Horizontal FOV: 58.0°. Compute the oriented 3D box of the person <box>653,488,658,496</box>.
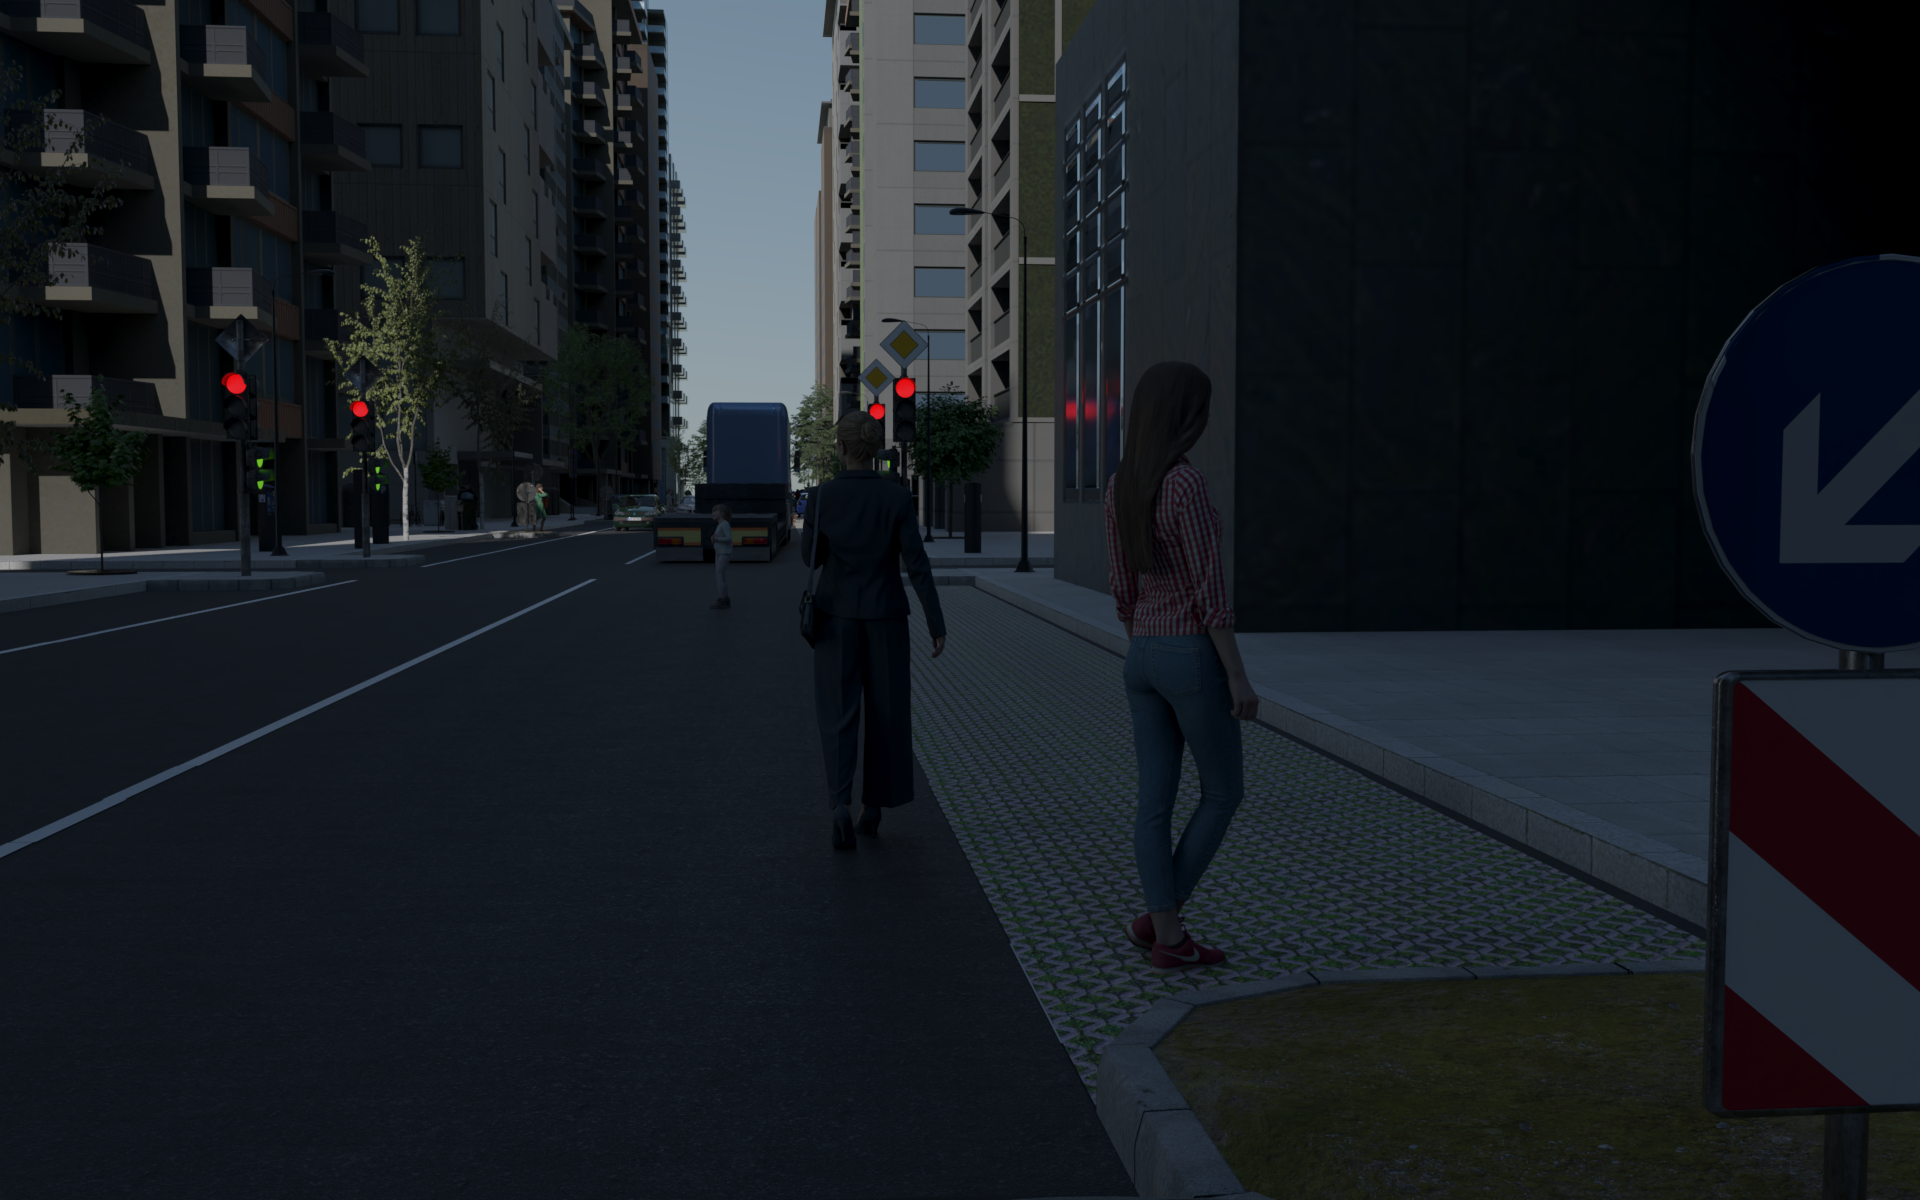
[{"bbox_3d":[-18.419,-5.764,102.960,1.509,1.804,0.699,-3,5,-40],"label":"person"}]

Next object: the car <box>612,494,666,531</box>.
[{"bbox_3d":[-12.574,-3.565,68.077,2.009,1.686,4.222,0,4,-4],"label":"car"}]

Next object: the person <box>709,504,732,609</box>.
[{"bbox_3d":[-3.008,-0.549,21.761,0.394,1.301,0.425,-3,5,-41],"label":"person"}]

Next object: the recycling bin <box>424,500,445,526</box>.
[{"bbox_3d":[-21.203,-3.512,69.972,0.722,1.027,0.722,0,4,0],"label":"recycling bin"}]

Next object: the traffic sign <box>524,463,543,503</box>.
[{"bbox_3d":[-17.511,-4.343,71.106,0.768,2.556,0.104,0,4,-5],"label":"traffic sign"}]

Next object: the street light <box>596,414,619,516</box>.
[{"bbox_3d":[-20.347,-7.788,99.883,1.470,5.913,1.316,0,4,-6],"label":"street light"}]

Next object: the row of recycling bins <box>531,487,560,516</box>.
[{"bbox_3d":[-24.880,-5.933,104.118,1.069,1.692,3.534,0,4,5],"label":"row of recycling bins"}]

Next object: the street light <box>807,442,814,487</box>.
[{"bbox_3d":[-12.664,-11.122,154.383,1.470,5.913,1.316,0,4,-6],"label":"street light"}]

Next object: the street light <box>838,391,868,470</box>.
[{"bbox_3d":[-4.714,-6.472,78.351,1.470,5.913,1.316,0,4,-6],"label":"street light"}]

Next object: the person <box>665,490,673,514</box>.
[{"bbox_3d":[-17.868,-5.935,106.548,0.522,1.701,0.512,0,4,7],"label":"person"}]

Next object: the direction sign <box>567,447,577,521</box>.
[{"bbox_3d":[-19.245,-5.758,86.141,0.379,3.537,0.876,1,4,13],"label":"direction sign"}]

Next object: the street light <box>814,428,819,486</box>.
[{"bbox_3d":[-9.421,-9.179,122.617,1.470,5.913,1.316,0,4,-6],"label":"street light"}]

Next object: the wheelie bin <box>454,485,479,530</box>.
[{"bbox_3d":[-17.487,-3.271,61.396,0.693,1.594,0.980,-3,5,-44],"label":"wheelie bin"}]

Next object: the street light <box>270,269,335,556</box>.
[{"bbox_3d":[-13.613,-3.874,35.883,1.470,5.913,1.316,0,4,-6],"label":"street light"}]

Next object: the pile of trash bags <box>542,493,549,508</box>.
[{"bbox_3d":[-25.557,-5.560,100.665,3.447,1.369,1.912,0,4,7],"label":"pile of trash bags"}]

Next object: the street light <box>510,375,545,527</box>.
[{"bbox_3d":[-16.889,-5.817,67.646,1.470,5.913,1.316,0,4,-6],"label":"street light"}]

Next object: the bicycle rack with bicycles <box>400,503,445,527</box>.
[{"bbox_3d":[-20.673,-3.335,67.906,2.852,0.926,2.925,0,4,-6],"label":"bicycle rack with bicycles"}]

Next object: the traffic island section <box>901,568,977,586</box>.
[{"bbox_3d":[-0.884,-0.365,28.251,2.009,0.180,2.903,0,4,-6],"label":"traffic island section"}]

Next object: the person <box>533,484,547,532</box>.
[{"bbox_3d":[-15.049,-3.251,61.900,0.529,1.795,0.600,-1,4,-21],"label":"person"}]

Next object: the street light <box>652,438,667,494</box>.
[{"bbox_3d":[-24.895,-10.445,143.311,1.470,5.913,1.316,0,4,-6],"label":"street light"}]

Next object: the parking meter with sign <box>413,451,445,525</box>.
[{"bbox_3d":[-21.428,-4.566,70.914,1.738,3.016,0.543,-1,4,-13],"label":"parking meter with sign"}]

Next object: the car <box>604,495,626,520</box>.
[{"bbox_3d":[-17.608,-4.806,90.579,2.014,1.417,4.499,0,4,-7],"label":"car"}]

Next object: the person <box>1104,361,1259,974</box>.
[{"bbox_3d":[0.669,0.204,5.168,0.388,1.821,0.555,-3,5,-41],"label":"person"}]

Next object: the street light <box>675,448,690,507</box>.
[{"bbox_3d":[-28.181,-12.387,175.073,1.470,5.913,1.316,0,4,-6],"label":"street light"}]

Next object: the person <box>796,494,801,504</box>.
[{"bbox_3d":[-11.349,-6.814,123.162,0.557,1.426,1.065,1,4,18],"label":"person"}]

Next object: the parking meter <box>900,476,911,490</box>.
[{"bbox_3d":[-1.844,-3.170,57.546,0.255,1.863,0.399,3,4,39],"label":"parking meter"}]

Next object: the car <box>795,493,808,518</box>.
[{"bbox_3d":[-9.197,-5.930,106.548,1.945,1.707,3.694,0,4,-5],"label":"car"}]

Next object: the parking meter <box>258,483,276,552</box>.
[{"bbox_3d":[-15.452,-1.848,38.620,0.372,1.533,0.369,0,3,0],"label":"parking meter"}]

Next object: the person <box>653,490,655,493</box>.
[{"bbox_3d":[-22.060,-7.130,125.795,0.721,1.735,1.217,0,4,3],"label":"person"}]

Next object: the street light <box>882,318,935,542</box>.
[{"bbox_3d":[-1.370,-4.485,45.876,1.470,5.913,1.316,0,4,-6],"label":"street light"}]

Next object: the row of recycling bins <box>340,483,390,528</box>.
[{"bbox_3d":[-23.294,-3.703,67.662,1.069,1.692,3.534,0,4,4],"label":"row of recycling bins"}]

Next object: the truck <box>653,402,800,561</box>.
[{"bbox_3d":[-5.789,-3.376,44.955,2.967,4.110,18.799,0,4,-4],"label":"truck"}]

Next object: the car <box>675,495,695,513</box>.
[{"bbox_3d":[-14.183,-4.929,92.945,2.083,1.381,4.827,0,4,-5],"label":"car"}]

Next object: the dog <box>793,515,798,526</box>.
[{"bbox_3d":[-7.612,-3.591,77.998,0.540,0.507,0.406,-2,4,-29],"label":"dog"}]

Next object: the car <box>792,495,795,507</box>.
[{"bbox_3d":[-16.156,-9.856,173.142,2.014,1.417,4.499,0,4,-7],"label":"car"}]

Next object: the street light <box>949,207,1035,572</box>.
[{"bbox_3d":[0.523,-3.409,28.271,1.470,5.913,1.316,0,4,-6],"label":"street light"}]

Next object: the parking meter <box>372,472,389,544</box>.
[{"bbox_3d":[-14.898,-2.374,44.524,0.255,1.863,0.399,2,4,27],"label":"parking meter"}]

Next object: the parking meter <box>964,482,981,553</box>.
[{"bbox_3d":[0.279,-1.790,37.684,0.372,1.533,0.369,0,3,0],"label":"parking meter"}]

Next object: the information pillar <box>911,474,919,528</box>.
[{"bbox_3d":[-1.680,-3.700,64.984,0.304,2.012,0.304,0,4,-1],"label":"information pillar"}]

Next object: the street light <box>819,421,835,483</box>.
[{"bbox_3d":[-8.031,-8.414,110.109,1.470,5.913,1.316,0,4,-6],"label":"street light"}]

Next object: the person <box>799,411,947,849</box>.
[{"bbox_3d":[-0.377,0.110,7.125,0.576,1.772,0.534,-1,4,-21],"label":"person"}]

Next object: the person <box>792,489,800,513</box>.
[{"bbox_3d":[-12.369,-7.558,132.030,1.348,1.831,0.705,1,4,14],"label":"person"}]

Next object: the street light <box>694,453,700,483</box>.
[{"bbox_3d":[-30.098,-13.518,193.566,1.470,5.913,1.316,0,4,-6],"label":"street light"}]

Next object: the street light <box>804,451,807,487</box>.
[{"bbox_3d":[-16.005,-13.089,186.542,1.470,5.913,1.316,0,4,-6],"label":"street light"}]

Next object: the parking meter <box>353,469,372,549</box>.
[{"bbox_3d":[-14.092,-2.142,40.735,0.255,1.863,0.399,0,4,-6],"label":"parking meter"}]
